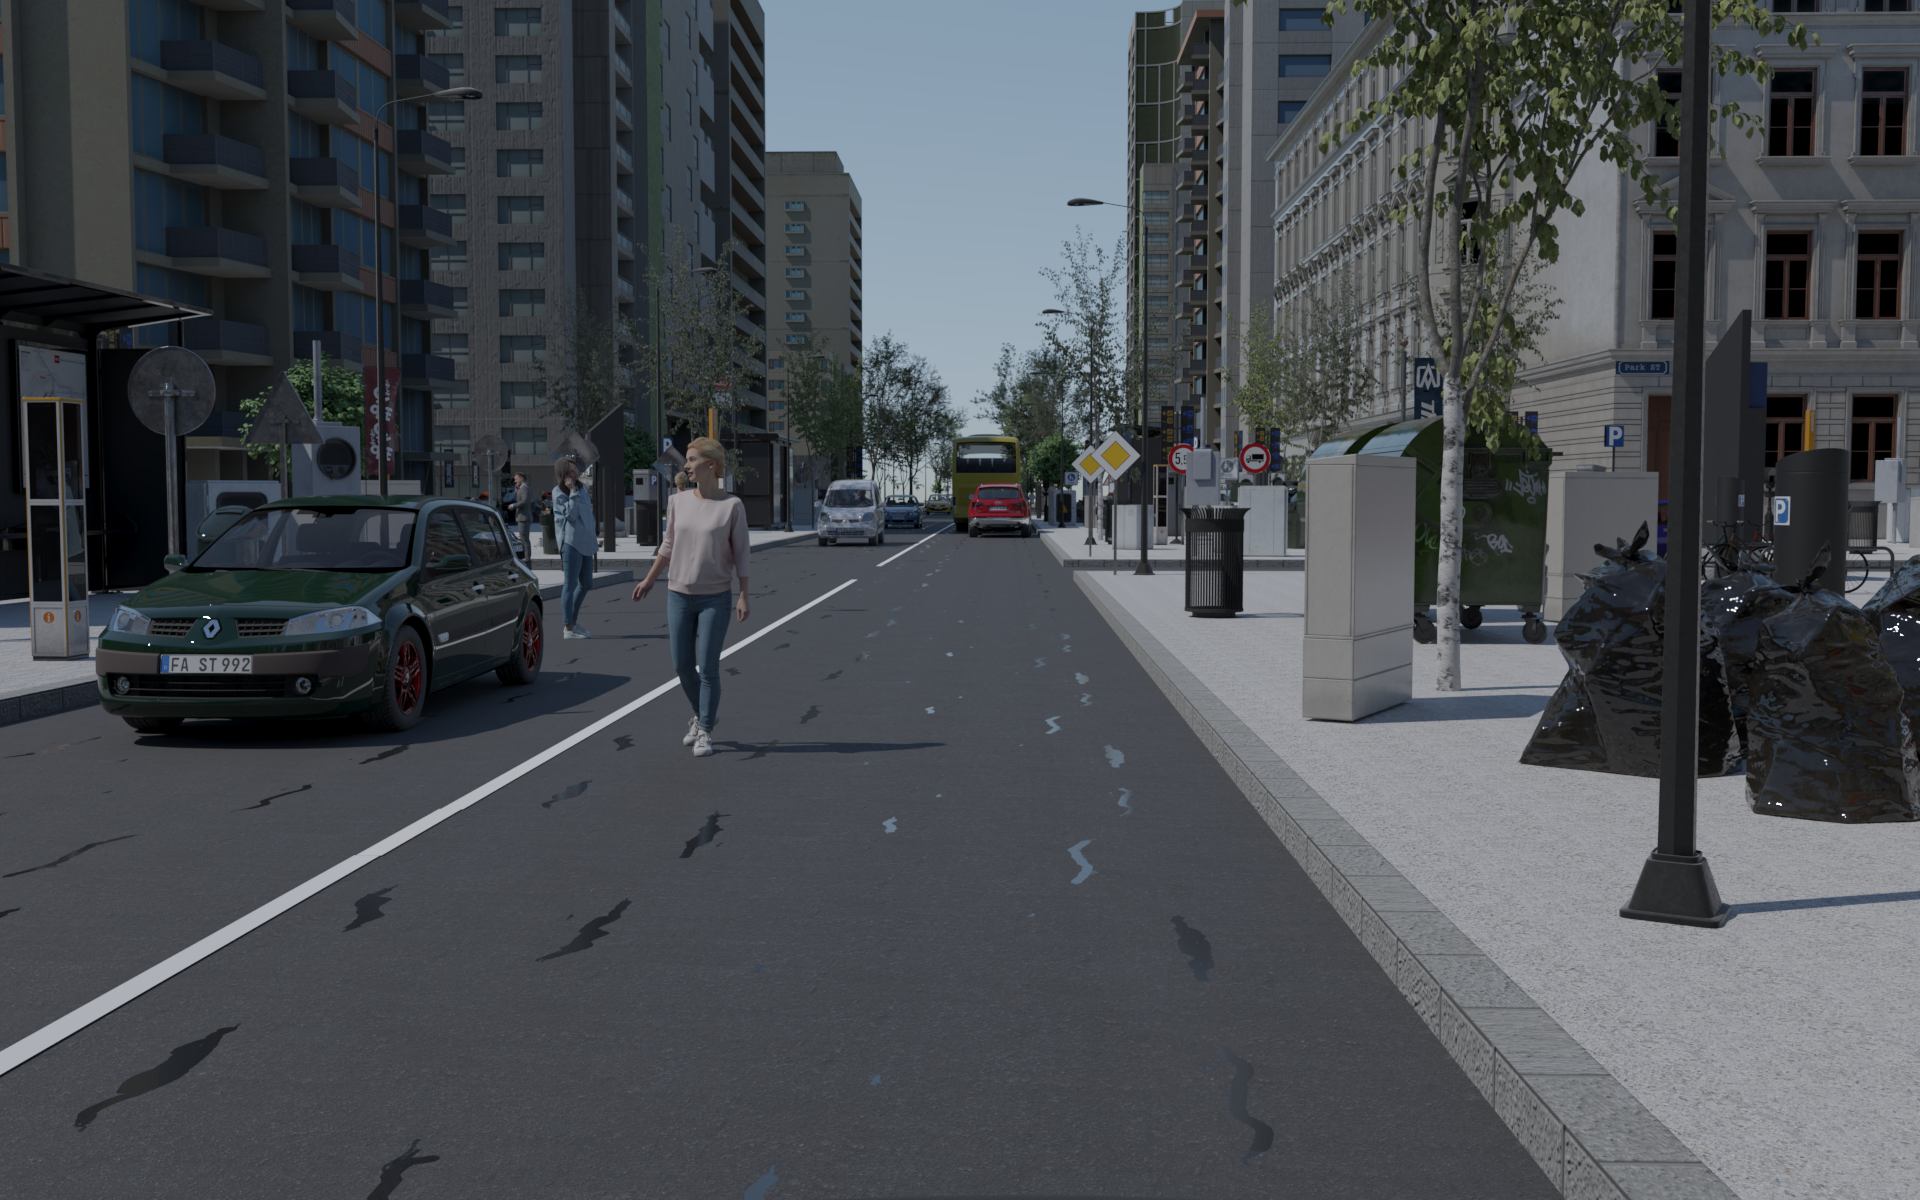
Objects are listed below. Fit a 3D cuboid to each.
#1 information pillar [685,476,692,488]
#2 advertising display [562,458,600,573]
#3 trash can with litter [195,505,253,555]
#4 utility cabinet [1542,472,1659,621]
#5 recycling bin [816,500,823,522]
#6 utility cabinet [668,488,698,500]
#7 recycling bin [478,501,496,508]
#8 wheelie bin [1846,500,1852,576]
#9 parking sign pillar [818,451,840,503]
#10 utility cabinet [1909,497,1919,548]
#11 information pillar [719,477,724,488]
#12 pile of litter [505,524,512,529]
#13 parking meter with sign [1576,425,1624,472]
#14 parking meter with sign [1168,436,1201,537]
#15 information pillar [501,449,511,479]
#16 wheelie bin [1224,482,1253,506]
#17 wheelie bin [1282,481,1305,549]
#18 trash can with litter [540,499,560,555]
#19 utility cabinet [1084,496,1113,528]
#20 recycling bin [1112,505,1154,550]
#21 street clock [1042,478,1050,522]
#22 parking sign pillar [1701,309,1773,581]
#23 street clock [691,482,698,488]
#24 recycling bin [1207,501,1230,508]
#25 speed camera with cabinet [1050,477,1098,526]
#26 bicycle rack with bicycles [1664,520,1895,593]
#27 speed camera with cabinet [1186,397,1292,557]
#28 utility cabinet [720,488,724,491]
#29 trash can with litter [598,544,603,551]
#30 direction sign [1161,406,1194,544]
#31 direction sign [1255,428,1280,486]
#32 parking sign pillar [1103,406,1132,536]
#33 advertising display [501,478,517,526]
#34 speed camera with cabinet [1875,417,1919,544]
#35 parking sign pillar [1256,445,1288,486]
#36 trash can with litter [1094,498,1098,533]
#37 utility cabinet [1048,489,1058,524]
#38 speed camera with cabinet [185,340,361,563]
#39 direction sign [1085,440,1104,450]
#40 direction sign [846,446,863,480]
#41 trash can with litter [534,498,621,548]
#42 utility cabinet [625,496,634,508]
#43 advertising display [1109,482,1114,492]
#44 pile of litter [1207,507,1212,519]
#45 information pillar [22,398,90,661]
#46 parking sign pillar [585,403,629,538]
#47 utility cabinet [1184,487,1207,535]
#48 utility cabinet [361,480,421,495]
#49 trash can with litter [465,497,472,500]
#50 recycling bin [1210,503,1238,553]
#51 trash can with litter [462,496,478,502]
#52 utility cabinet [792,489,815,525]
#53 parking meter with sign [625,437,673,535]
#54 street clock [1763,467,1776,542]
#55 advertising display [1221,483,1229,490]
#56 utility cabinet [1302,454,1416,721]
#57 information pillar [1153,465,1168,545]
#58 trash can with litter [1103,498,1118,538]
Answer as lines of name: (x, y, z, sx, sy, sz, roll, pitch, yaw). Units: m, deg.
information pillar: (-11.303, -4.063, 70.929, 0.304, 2.012, 0.304, -2, 4, -28)
advertising display: (-6.256, -1.418, 28.406, 0.974, 1.923, 0.123, 3, 5, 41)
trash can with litter: (-7.053, -0.318, 16.579, 0.624, 1.170, 1.055, 0, 4, 0)
utility cabinet: (6.448, -0.537, 17.458, 1.173, 1.500, 0.318, -1, 4, -21)
recycling bin: (-6.807, -4.140, 80.241, 0.722, 1.027, 0.722, -1, 4, -22)
utility cabinet: (-9.634, -3.177, 60.624, 1.173, 1.500, 0.318, 0, 4, 0)
recycling bin: (-18.077, -3.244, 65.586, 0.722, 1.027, 0.722, 2, 4, 31)
wheelie bin: (12.774, -1.090, 25.722, 0.693, 1.594, 0.980, 0, 4, 6)
parking sign pillar: (-8.241, -7.375, 109.055, 1.447, 3.967, 1.447, -2, 4, -34)
utility cabinet: (22.761, -1.814, 40.818, 0.306, 1.237, 1.020, 0, 4, 4)
information pillar: (-12.683, -6.161, 92.079, 0.183, 3.616, 0.504, -3, 4, -36)
pile of litter: (-17.194, -2.993, 62.908, 1.719, 0.858, 1.176, 0, 4, -4)
parking meter with sign: (16.335, -2.969, 44.808, 0.543, 3.016, 1.738, -1, 4, -19)
parking meter with sign: (6.334, -3.426, 52.279, 1.738, 3.016, 0.543, 0, 4, -6)
information pillar: (-23.373, -5.988, 89.263, 0.504, 3.616, 0.183, -1, 4, -21)
wheelie bin: (7.580, -2.365, 46.578, 0.980, 1.594, 0.693, 1, 4, 16)
wheelie bin: (7.868, -2.003, 40.660, 0.980, 1.594, 0.693, 3, 5, 41)
trash can with litter: (-8.380, -1.554, 36.790, 1.055, 1.170, 0.624, 0, 4, -1)
utility cabinet: (5.231, -3.318, 65.410, 1.020, 1.237, 0.306, 1, 4, 17)
recycling bin: (4.006, -1.685, 40.098, 0.722, 1.027, 0.722, 3, 5, 39)
street clock: (3.968, -4.600, 79.785, 0.358, 2.002, 0.471, 1, 4, 17)
parking sign pillar: (11.553, -2.297, 26.032, 1.447, 3.967, 1.447, 0, 4, -5)
street clock: (-12.778, -4.860, 84.027, 0.471, 2.002, 0.358, -1, 4, -17)
recycling bin: (9.031, -2.934, 60.522, 0.722, 1.027, 0.722, 2, 4, 33)
speed camera with cabinet: (4.722, -4.667, 70.639, 2.038, 3.252, 0.660, -1, 4, -10)
bicycle rack with bicycles: (10.771, -0.588, 23.002, 2.925, 0.926, 2.852, 0, 4, -4)
speed camera with cabinet: (5.698, -2.523, 35.587, 2.038, 3.252, 0.660, 1, 4, 13)
utility cabinet: (-9.478, -3.578, 67.184, 1.173, 1.500, 0.318, 1, 4, 13)
trash can with litter: (-8.624, -1.688, 38.989, 0.624, 1.170, 1.055, 3, 5, 41)
direction sign: (5.581, -3.214, 44.542, 0.876, 3.537, 0.379, -1, 4, -11)
direction sign: (10.476, -4.102, 59.057, 0.876, 3.537, 0.379, -1, 4, -9)
parking sign pillar: (5.044, -3.994, 53.767, 1.447, 3.967, 1.447, 1, 4, 9)
advertising display: (-18.107, -3.964, 70.019, 0.974, 1.923, 0.123, 1, 4, 22)
speed camera with cabinet: (24.564, -3.119, 45.325, 0.660, 3.252, 2.038, 3, 5, 45)
parking sign pillar: (17.625, -6.787, 99.437, 1.447, 3.967, 1.447, -2, 4, -30)
trash can with litter: (4.883, -2.725, 55.933, 1.055, 1.170, 0.624, -1, 4, -9)
utility cabinet: (3.947, -3.921, 72.788, 0.318, 1.500, 1.173, 1, 4, 11)
speed camera with cabinet: (-8.613, -1.679, 21.780, 0.660, 3.252, 2.038, 3, 5, 42)
direction sign: (5.642, -4.943, 72.810, 0.876, 3.537, 0.379, -2, 4, -24)
direction sign: (-4.984, -5.503, 81.974, 0.876, 3.537, 0.379, 2, 4, 27)
trash can with litter: (-9.457, -1.916, 42.391, 2.233, 1.210, 1.678, 0, 4, -7)
utility cabinet: (-12.612, -3.433, 67.298, 1.020, 1.237, 0.306, -3, 5, -40)
advertising display: (8.256, -5.227, 90.677, 0.974, 1.923, 0.123, 1, 4, 22)
pile of litter: (8.144, -2.751, 58.948, 1.176, 0.858, 1.719, 0, 4, 5)
information pillar: (-6.968, -0.543, 13.368, 0.304, 2.012, 0.304, 0, 4, 4)
parking sign pillar: (-10.499, -3.821, 50.942, 1.447, 3.967, 1.447, 3, 4, 36)
utility cabinet: (7.035, -2.742, 53.509, 1.173, 1.500, 0.318, 1, 4, 13)
utility cabinet: (-9.366, -1.185, 28.060, 1.173, 1.500, 0.318, -2, 4, -31)
trash can with litter: (-20.053, -3.687, 71.663, 0.624, 1.170, 1.055, 3, 4, 37)
recycling bin: (6.012, -1.542, 37.764, 0.722, 1.027, 0.722, -2, 4, -24)
trash can with litter: (-13.907, -2.415, 50.536, 2.233, 1.210, 1.678, -1, 4, -21)
utility cabinet: (-6.495, -3.805, 70.887, 1.173, 1.500, 0.318, 2, 4, 34)
parking meter with sign: (-9.772, -3.525, 53.889, 1.738, 3.016, 0.543, 2, 4, 30)
street clock: (21.887, -2.584, 46.816, 0.471, 2.002, 0.358, -2, 4, -24)
advertising display: (14.767, -5.698, 98.375, 0.974, 1.923, 0.123, 1, 4, 11)
utility cabinet: (2.347, -0.092, 10.177, 0.318, 1.500, 1.173, 2, 4, 30)
information pillar: (5.044, -2.388, 43.531, 0.304, 2.012, 0.304, -1, 4, -9)
trash can with litter: (4.742, -2.403, 50.671, 1.055, 1.170, 0.624, 2, 4, 24)
